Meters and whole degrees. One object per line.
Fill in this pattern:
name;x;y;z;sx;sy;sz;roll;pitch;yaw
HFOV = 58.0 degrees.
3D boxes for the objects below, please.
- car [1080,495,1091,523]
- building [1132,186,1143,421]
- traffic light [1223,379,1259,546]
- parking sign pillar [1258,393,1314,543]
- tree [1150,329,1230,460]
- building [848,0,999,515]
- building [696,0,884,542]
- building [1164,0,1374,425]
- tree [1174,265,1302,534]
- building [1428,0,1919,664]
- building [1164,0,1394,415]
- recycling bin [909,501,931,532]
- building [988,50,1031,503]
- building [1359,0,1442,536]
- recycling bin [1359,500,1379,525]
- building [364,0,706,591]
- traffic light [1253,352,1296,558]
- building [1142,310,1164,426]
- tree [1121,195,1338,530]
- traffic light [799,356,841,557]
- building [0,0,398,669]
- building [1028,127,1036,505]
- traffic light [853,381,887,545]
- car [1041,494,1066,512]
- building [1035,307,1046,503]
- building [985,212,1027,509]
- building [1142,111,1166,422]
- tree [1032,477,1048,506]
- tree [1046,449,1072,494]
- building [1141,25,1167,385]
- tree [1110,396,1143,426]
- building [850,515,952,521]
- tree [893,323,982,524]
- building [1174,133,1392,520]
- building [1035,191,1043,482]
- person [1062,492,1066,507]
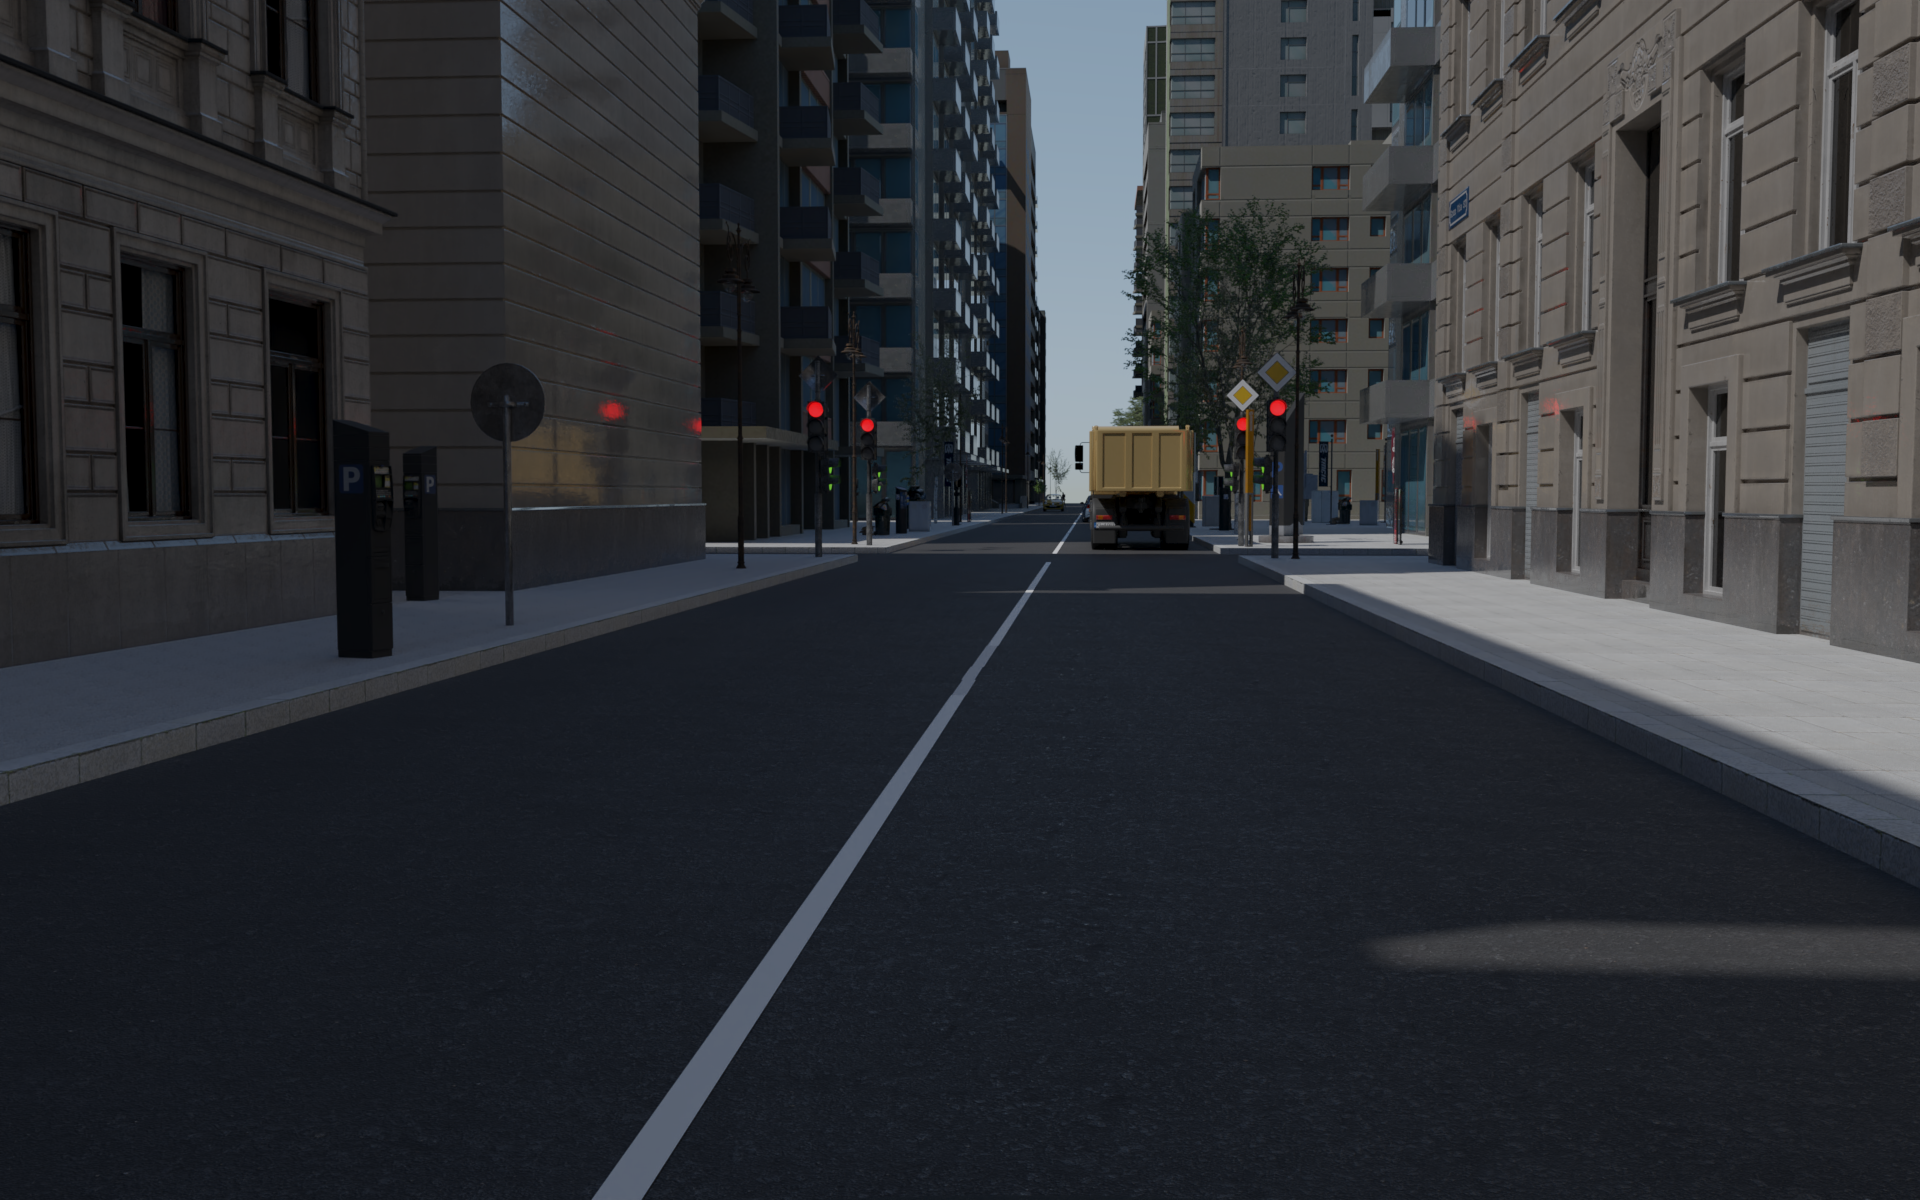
car;7.105;-4.639;87.854;2.014;1.417;4.499;0;4;3
building;35.145;-35.815;240.192;22.147;44.769;28.867;0;4;4
traffic light;6.890;-3.274;42.450;0.839;4.253;0.868;0;4;4
parking sign pillar;8.629;-3.501;45.713;1.447;3.967;1.447;2;4;34
tree;10.391;-7.808;78.021;4.737;8.622;4.395;0;3;0
building;-8.502;-31.460;133.979;23.786;49.044;30.456;0;4;4
building;-14.474;-24.671;58.002;22.147;44.769;28.867;0;4;4
building;22.066;-27.109;126.834;14.154;41.232;14.086;0;4;4
tree;8.869;-6.416;55.260;4.360;8.622;3.978;0;3;0
building;13.438;-13.565;19.058;12.463;27.353;25.104;0;4;4
building;31.426;-34.123;147.152;28.713;52.752;27.495;0;4;4
recycling bin;-1.377;-2.874;59.544;0.722;1.027;0.722;0;4;4
building;0.192;-32.396;179.792;14.600;45.320;14.200;0;4;4
building;28.362;-26.598;54.492;30.456;49.044;23.786;0;4;4
recycling bin;16.819;-3.585;71.175;0.722;1.027;0.722;1;4;19
building;-17.543;-14.157;28.733;25.104;27.353;12.463;0;4;4
traffic light;6.271;-2.787;34.489;0.839;4.253;0.868;0;4;4
building;32.880;-20.273;176.503;27.650;21.520;28.899;0;4;4
tree;9.480;-8.313;61.666;9.928;11.665;9.643;0;3;0
traffic light;-2.864;-2.829;35.181;0.839;4.253;0.868;0;4;4
building;-11.901;-8.923;10.522;10.561;19.102;19.286;0;4;4
building;-1.704;-36.082;213.645;21.300;48.544;21.600;0;4;4
traffic light;-2.245;-3.316;43.142;0.839;4.253;0.868;0;4;4
car;7.758;-8.143;143.359;2.015;1.641;3.980;0;4;5
building;5.820;-30.009;262.355;14.160;30.474;14.107;0;4;4
building;-9.992;-28.730;161.618;32.217;40.220;23.993;0;4;4
building;33.619;-36.161;214.933;21.300;48.544;21.600;0;4;4
tree;9.091;-12.228;194.522;1.663;3.219;1.824;0;3;0
tree;15.541;-19.977;276.987;4.737;8.622;4.395;0;3;0
building;36.061;-50.510;264.082;20.563;71.187;20.611;0;4;4
tree;20.216;-17.281;200.673;7.486;12.596;7.792;0;3;0
building;-10.655;-29.093;95.280;23.786;49.044;30.456;0;4;4
tree;-1.064;-7.646;75.367;4.360;8.622;3.978;0;3;0
building;26.924;-15.584;99.831;27.650;21.520;28.899;0;4;4
building;-0.610;-37.920;239.602;23.786;49.044;30.456;0;4;4
person;11.111;-10.751;185.746;0.415;1.643;0.593;2;4;29
